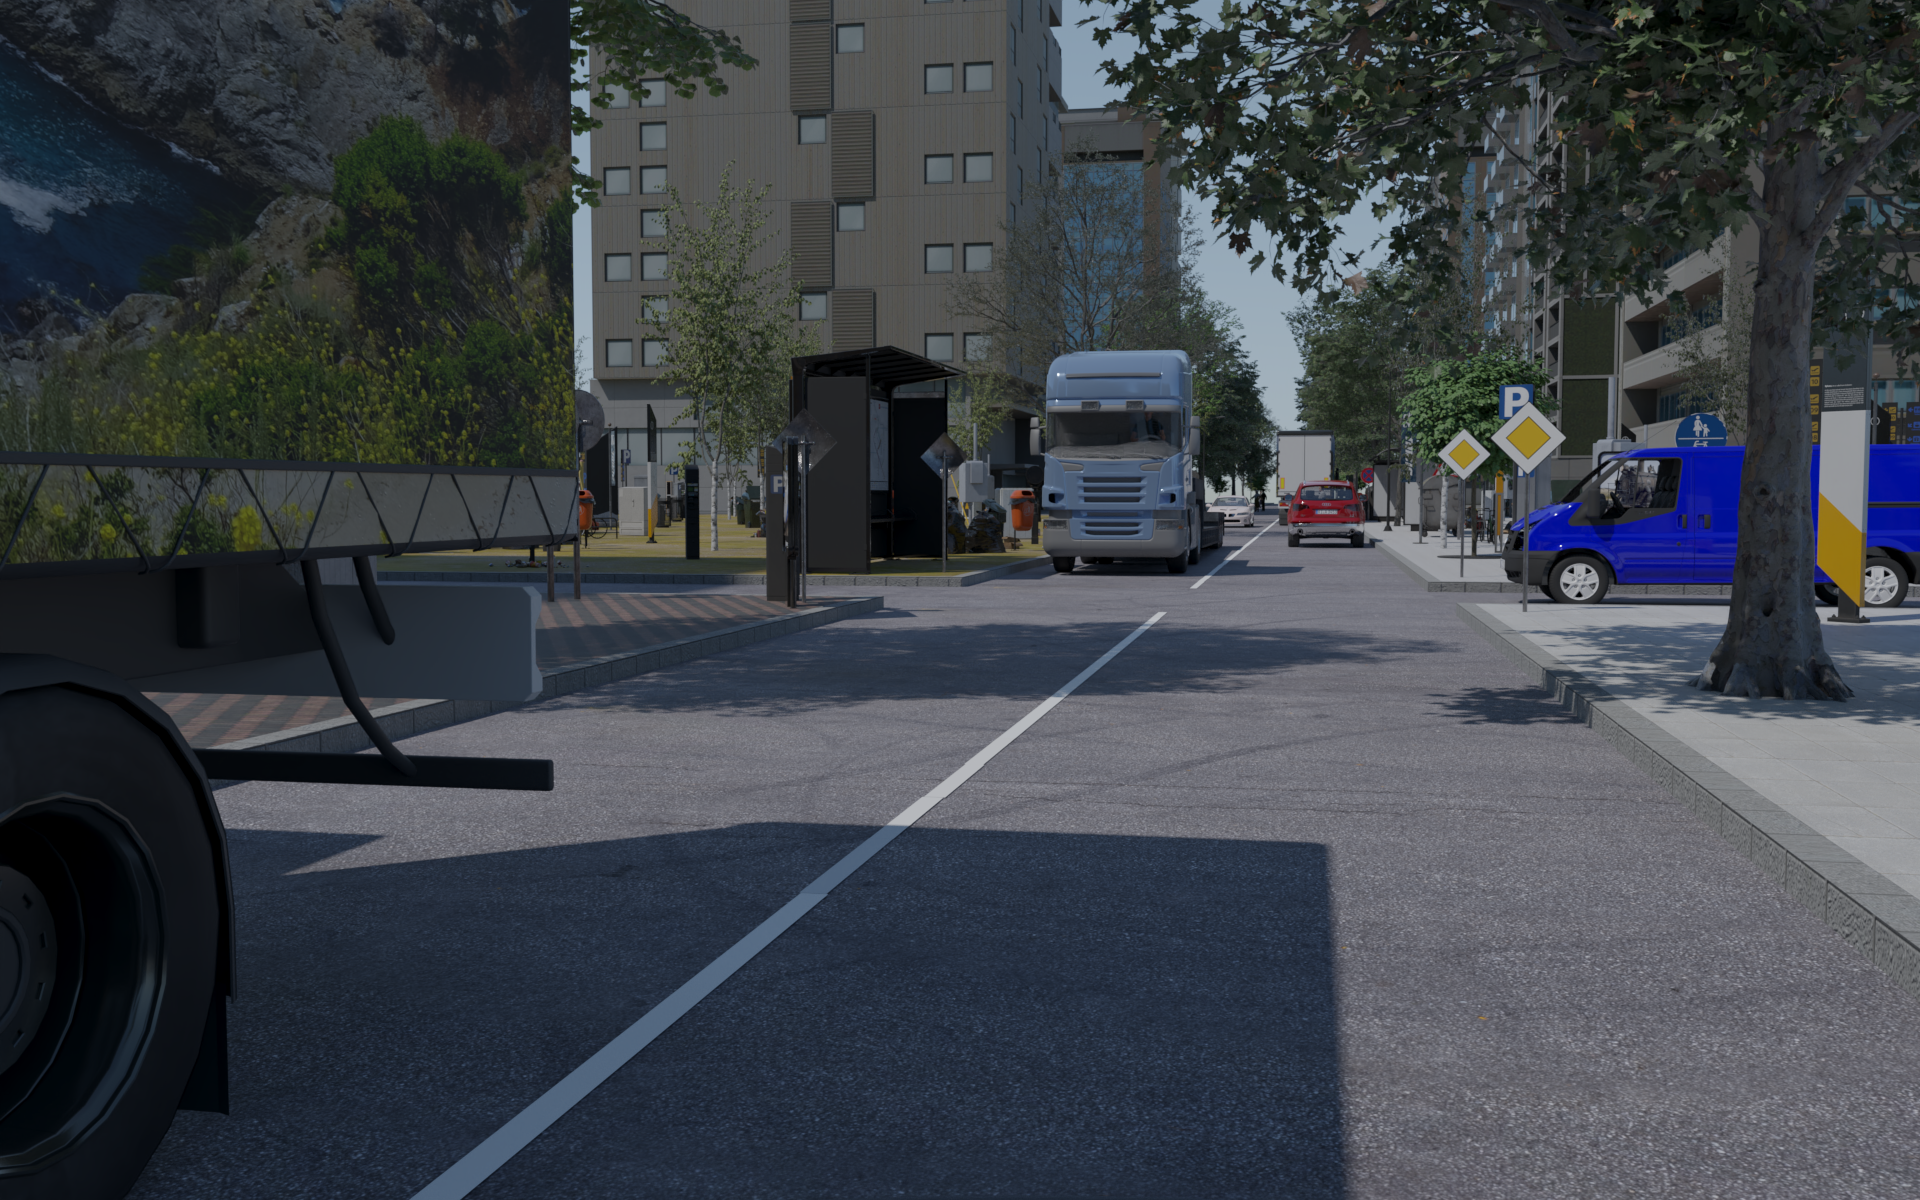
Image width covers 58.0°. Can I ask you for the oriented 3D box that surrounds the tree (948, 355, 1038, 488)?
[{"bbox_3d":[0.762,-8.578,90.617,4.737,8.622,4.395,0,3,0],"label":"tree"}]

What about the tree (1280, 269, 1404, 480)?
[{"bbox_3d":[33.420,-17.622,144.010,12.611,20.169,13.585,0,3,0],"label":"tree"}]

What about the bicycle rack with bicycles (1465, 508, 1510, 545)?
[{"bbox_3d":[14.254,-1.919,44.755,2.852,0.926,2.925,2,4,31],"label":"bicycle rack with bicycles"}]

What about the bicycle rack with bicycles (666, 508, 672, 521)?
[{"bbox_3d":[-14.751,-4.259,83.010,2.852,0.926,2.925,0,4,-1],"label":"bicycle rack with bicycles"}]

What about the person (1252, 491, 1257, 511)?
[{"bbox_3d":[25.291,-8.508,148.390,0.721,1.735,1.217,-1,4,-13],"label":"person"}]

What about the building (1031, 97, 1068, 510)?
[{"bbox_3d":[-4.783,-27.750,145.600,32.217,40.220,23.993,1,4,11],"label":"building"}]

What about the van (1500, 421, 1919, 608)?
[{"bbox_3d":[9.628,-1.077,21.988,5.245,2.365,2.240,1,4,13],"label":"van"}]

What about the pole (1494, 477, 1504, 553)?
[{"bbox_3d":[11.739,-2.679,37.643,0.158,3.312,0.155,0,3,0],"label":"pole"}]

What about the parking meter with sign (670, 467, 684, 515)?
[{"bbox_3d":[-17.382,-6.772,106.977,0.543,3.016,1.738,-2,4,-29],"label":"parking meter with sign"}]

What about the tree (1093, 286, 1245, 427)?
[{"bbox_3d":[9.773,-9.682,84.056,9.928,11.665,9.643,0,3,0],"label":"tree"}]

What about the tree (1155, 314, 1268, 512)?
[{"bbox_3d":[16.730,-13.002,119.241,9.857,13.997,8.962,0,3,0],"label":"tree"}]

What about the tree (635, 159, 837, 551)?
[{"bbox_3d":[-5.460,-5.431,39.156,4.737,8.622,4.395,0,3,0],"label":"tree"}]

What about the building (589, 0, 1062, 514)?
[{"bbox_3d":[-7.775,-32.436,119.575,28.713,52.752,27.495,1,4,11],"label":"building"}]

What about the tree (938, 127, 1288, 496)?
[{"bbox_3d":[4.460,-9.094,59.063,12.009,13.543,11.850,0,3,0],"label":"tree"}]

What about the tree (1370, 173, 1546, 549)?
[{"bbox_3d":[11.537,-5.532,40.807,4.360,8.622,3.978,0,3,0],"label":"tree"}]

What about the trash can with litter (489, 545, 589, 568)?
[{"bbox_3d":[-7.556,-1.216,30.933,1.678,1.210,2.233,-1,4,-17],"label":"trash can with litter"}]

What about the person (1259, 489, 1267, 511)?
[{"bbox_3d":[25.127,-8.290,143.674,0.705,1.869,1.348,3,5,43],"label":"person"}]

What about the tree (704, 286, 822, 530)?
[{"bbox_3d":[-6.859,-6.822,61.910,4.360,8.622,3.978,0,3,0],"label":"tree"}]

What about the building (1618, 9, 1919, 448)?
[{"bbox_3d":[38.312,-27.007,65.264,21.300,48.544,21.600,1,4,11],"label":"building"}]

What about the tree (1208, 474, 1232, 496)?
[{"bbox_3d":[19.092,-8.117,127.315,1.663,3.219,1.824,0,3,0],"label":"tree"}]

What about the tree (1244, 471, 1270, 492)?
[{"bbox_3d":[37.395,-14.332,218.034,4.285,4.588,4.351,0,3,0],"label":"tree"}]

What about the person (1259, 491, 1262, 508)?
[{"bbox_3d":[30.728,-10.220,176.125,0.750,1.759,0.617,1,4,11],"label":"person"}]

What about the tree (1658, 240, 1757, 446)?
[{"bbox_3d":[20.984,-5.869,46.317,4.360,8.622,3.978,0,3,0],"label":"tree"}]

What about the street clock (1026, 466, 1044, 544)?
[{"bbox_3d":[1.916,-2.425,44.221,0.471,2.002,0.358,0,4,4],"label":"street clock"}]

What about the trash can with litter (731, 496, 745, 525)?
[{"bbox_3d":[-8.838,-3.701,71.895,1.055,1.170,0.624,3,5,43],"label":"trash can with litter"}]

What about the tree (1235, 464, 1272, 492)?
[{"bbox_3d":[41.676,-17.853,242.264,4.737,8.622,4.395,0,3,0],"label":"tree"}]

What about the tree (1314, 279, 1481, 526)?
[{"bbox_3d":[17.706,-8.197,68.433,7.601,10.594,8.767,0,4,1],"label":"tree"}]

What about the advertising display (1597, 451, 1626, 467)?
[{"bbox_3d":[10.037,-1.266,25.907,0.974,1.923,0.123,1,4,16],"label":"advertising display"}]

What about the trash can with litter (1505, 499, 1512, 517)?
[{"bbox_3d":[30.402,-5.232,96.937,0.624,1.170,1.055,-1,4,-14],"label":"trash can with litter"}]

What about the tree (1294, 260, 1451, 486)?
[{"bbox_3d":[22.140,-11.341,92.082,9.857,13.997,8.962,0,3,0],"label":"tree"}]

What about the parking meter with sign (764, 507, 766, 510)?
[{"bbox_3d":[-5.777,-3.829,58.863,1.738,3.016,0.543,1,4,14],"label":"parking meter with sign"}]

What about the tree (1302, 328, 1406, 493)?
[{"bbox_3d":[26.908,-12.198,117.563,7.486,12.596,7.792,0,3,0],"label":"tree"}]

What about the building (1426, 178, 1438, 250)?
[{"bbox_3d":[74.278,-37.735,236.575,23.786,49.044,30.456,1,4,11],"label":"building"}]

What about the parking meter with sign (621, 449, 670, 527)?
[{"bbox_3d":[-12.298,-4.350,67.384,1.738,3.016,0.543,2,4,24],"label":"parking meter with sign"}]

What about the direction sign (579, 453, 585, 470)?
[{"bbox_3d":[-19.372,-5.991,89.943,0.876,3.537,0.379,2,4,28],"label":"direction sign"}]

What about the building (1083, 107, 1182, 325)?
[{"bbox_3d":[16.485,-39.865,241.035,28.713,52.752,27.495,1,4,11],"label":"building"}]

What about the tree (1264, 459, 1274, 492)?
[{"bbox_3d":[44.897,-18.764,257.146,4.360,8.622,3.978,0,3,0],"label":"tree"}]

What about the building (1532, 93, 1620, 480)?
[{"bbox_3d":[49.121,-41.575,118.007,20.563,71.187,20.611,1,4,11],"label":"building"}]

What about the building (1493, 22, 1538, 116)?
[{"bbox_3d":[55.777,-32.065,143.873,23.786,49.044,30.456,1,4,11],"label":"building"}]

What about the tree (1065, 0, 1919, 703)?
[{"bbox_3d":[5.254,-5.733,10.741,9.611,12.733,9.660,0,3,0],"label":"tree"}]

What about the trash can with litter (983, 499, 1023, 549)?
[{"bbox_3d":[1.015,-1.792,40.685,1.055,1.170,0.624,3,4,37],"label":"trash can with litter"}]

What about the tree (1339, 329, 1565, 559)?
[{"bbox_3d":[10.427,-3.122,34.763,4.285,4.588,4.351,0,3,0],"label":"tree"}]

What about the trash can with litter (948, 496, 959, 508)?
[{"bbox_3d":[-0.343,-4.327,82.138,0.624,1.170,1.055,0,4,6],"label":"trash can with litter"}]

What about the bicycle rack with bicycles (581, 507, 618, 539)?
[{"bbox_3d":[-11.308,-2.232,49.878,2.925,0.926,2.852,-3,4,-38],"label":"bicycle rack with bicycles"}]

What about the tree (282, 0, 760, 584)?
[{"bbox_3d":[-4.985,-5.739,11.958,7.486,12.596,7.792,0,3,0],"label":"tree"}]

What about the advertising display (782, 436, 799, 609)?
[{"bbox_3d":[-1.938,-0.891,19.781,0.123,1.923,0.974,-1,4,-9],"label":"advertising display"}]

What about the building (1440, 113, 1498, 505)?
[{"bbox_3d":[63.187,-33.712,201.297,14.600,45.320,14.200,1,4,11],"label":"building"}]

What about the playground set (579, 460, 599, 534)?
[{"bbox_3d":[-14.142,-4.241,56.115,5.302,4.214,5.637,1,4,10],"label":"playground set"}]

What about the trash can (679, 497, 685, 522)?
[{"bbox_3d":[-13.135,-4.200,80.322,0.748,1.137,0.748,0,3,0],"label":"trash can"}]

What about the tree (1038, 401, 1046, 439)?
[{"bbox_3d":[6.495,-8.964,96.921,4.737,8.622,4.395,0,3,0],"label":"tree"}]

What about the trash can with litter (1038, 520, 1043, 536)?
[{"bbox_3d":[1.637,-2.594,53.477,2.233,1.210,1.678,2,4,25],"label":"trash can with litter"}]

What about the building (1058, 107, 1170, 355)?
[{"bbox_3d":[17.275,-33.931,204.874,14.600,45.320,14.200,1,4,11],"label":"building"}]

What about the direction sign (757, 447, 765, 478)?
[{"bbox_3d":[-9.233,-5.550,82.744,0.876,3.537,0.379,0,4,-2],"label":"direction sign"}]

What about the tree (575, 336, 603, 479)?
[{"bbox_3d":[-17.388,-7.660,75.605,4.360,8.622,3.978,0,3,0],"label":"tree"}]

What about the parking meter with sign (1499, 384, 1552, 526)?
[{"bbox_3d":[9.390,-1.963,28.351,0.543,3.016,1.738,3,4,38],"label":"parking meter with sign"}]

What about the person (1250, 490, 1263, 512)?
[{"bbox_3d":[23.830,-7.953,139.258,1.217,1.736,0.721,3,5,41],"label":"person"}]

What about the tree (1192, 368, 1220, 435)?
[{"bbox_3d":[11.851,-8.781,93.925,4.737,8.622,4.395,0,3,0],"label":"tree"}]

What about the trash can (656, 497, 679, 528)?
[{"bbox_3d":[-11.314,-3.323,65.980,0.748,1.137,0.748,0,3,0],"label":"trash can"}]
